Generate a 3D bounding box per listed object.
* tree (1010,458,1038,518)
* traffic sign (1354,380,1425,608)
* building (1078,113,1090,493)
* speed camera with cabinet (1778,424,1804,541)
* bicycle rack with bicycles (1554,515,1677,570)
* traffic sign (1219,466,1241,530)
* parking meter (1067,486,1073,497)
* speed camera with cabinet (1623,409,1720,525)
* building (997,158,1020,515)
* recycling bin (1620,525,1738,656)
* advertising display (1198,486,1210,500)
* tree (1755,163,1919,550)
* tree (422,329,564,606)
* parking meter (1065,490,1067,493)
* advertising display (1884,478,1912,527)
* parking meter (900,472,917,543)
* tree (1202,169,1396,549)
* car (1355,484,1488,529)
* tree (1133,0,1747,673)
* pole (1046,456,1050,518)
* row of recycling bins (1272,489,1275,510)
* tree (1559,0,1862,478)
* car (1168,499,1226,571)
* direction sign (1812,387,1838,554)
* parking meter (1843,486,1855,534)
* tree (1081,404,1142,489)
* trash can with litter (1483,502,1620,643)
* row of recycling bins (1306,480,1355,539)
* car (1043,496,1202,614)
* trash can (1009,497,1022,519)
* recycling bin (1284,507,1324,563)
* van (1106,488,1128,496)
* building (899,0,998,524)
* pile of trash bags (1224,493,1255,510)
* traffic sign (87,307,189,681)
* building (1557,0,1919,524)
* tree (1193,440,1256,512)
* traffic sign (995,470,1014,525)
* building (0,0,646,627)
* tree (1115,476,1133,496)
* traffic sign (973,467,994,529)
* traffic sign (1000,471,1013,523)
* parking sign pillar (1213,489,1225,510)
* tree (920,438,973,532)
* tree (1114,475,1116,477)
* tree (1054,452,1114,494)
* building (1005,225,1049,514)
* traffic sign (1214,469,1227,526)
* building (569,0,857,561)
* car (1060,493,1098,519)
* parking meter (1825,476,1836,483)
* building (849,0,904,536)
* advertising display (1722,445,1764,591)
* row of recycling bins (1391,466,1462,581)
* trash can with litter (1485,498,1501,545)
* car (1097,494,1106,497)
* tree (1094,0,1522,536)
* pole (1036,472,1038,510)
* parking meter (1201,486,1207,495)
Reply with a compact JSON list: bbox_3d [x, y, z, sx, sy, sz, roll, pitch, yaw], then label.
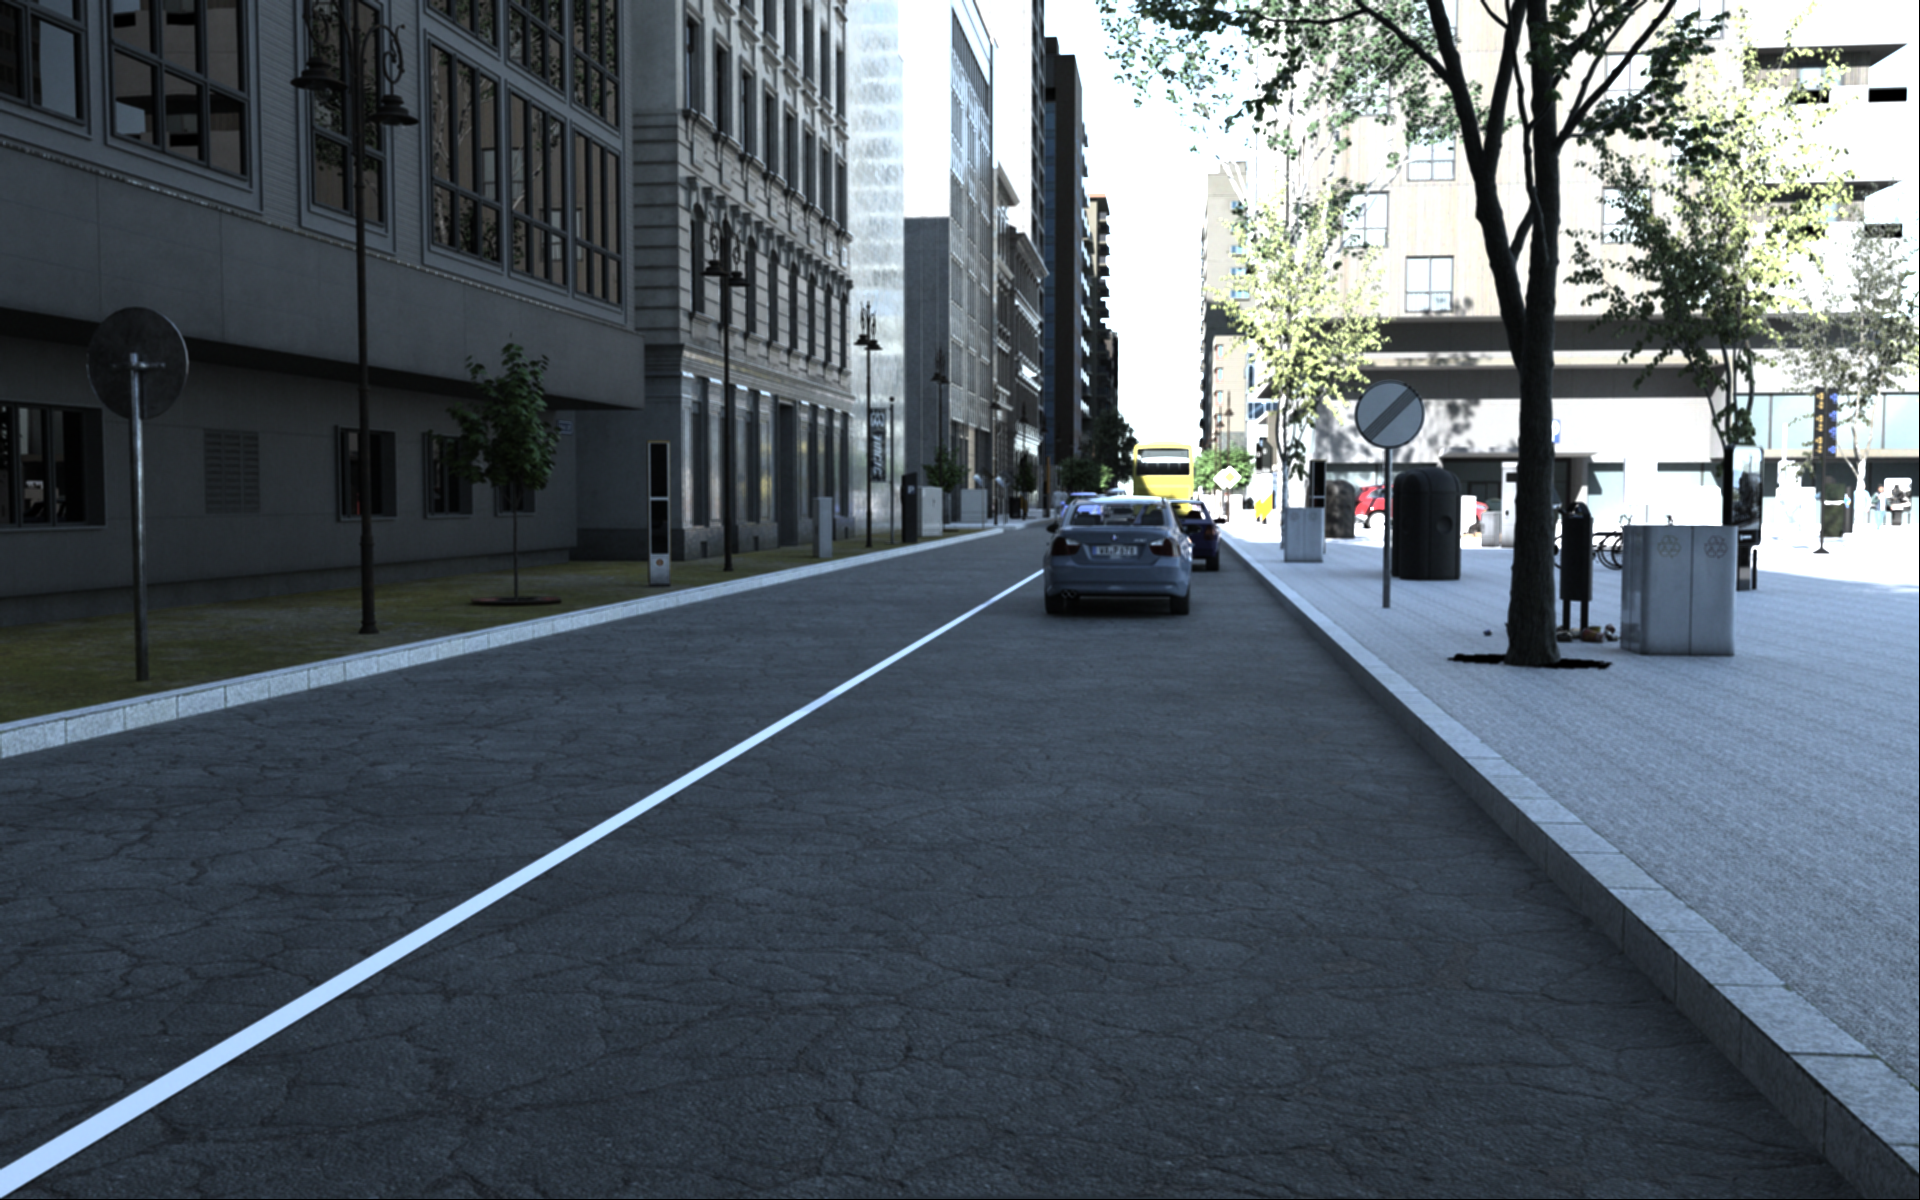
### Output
[{"bbox_3d":[3.567,-5.949,91.869,1.663,3.219,1.824,0,3,0],"label":"tree"},{"bbox_3d":[4.814,-1.185,19.473,0.768,2.556,0.104,1,4,10],"label":"traffic sign"},{"bbox_3d":[3.195,-35.355,197.661,23.786,49.044,30.456,0,4,7],"label":"building"},{"bbox_3d":[23.048,-3.285,48.042,0.660,3.252,2.038,2,4,25],"label":"speed camera with cabinet"},{"bbox_3d":[11.722,-0.984,29.477,2.925,0.926,2.852,2,4,28],"label":"bicycle rack with bicycles"},{"bbox_3d":[9.677,-3.579,62.162,0.795,2.450,0.064,0,4,7],"label":"traffic sign"},{"bbox_3d":[7.572,-6.930,119.021,0.399,1.863,0.255,1,4,12],"label":"parking meter"},{"bbox_3d":[16.560,-2.813,40.333,2.038,3.252,0.660,1,4,14],"label":"speed camera with cabinet"},{"bbox_3d":[-2.798,-16.758,102.879,11.050,23.489,19.941,0,4,7],"label":"building"},{"bbox_3d":[5.822,-0.092,14.054,0.722,1.027,0.722,0,4,7],"label":"recycling bin"},{"bbox_3d":[18.961,-7.917,134.656,0.974,1.923,0.123,-1,4,-15],"label":"advertising display"},{"bbox_3d":[20.476,-5.448,39.432,4.360,8.622,3.978,0,3,0],"label":"tree"},{"bbox_3d":[-5.163,-1.575,20.347,1.663,3.219,1.824,0,3,0],"label":"tree"},{"bbox_3d":[7.597,-6.933,121.762,0.372,1.533,0.369,0,3,0],"label":"parking meter"},{"bbox_3d":[37.045,-3.868,68.458,0.974,1.923,0.123,2,4,24],"label":"advertising display"},{"bbox_3d":[-1.345,-2.443,45.651,0.399,1.863,0.255,-1,4,-22],"label":"parking meter"},{"bbox_3d":[7.798,-5.491,40.137,4.737,8.622,4.395,0,3,0],"label":"tree"},{"bbox_3d":[17.103,-3.433,64.805,5.304,1.827,2.281,0,4,7],"label":"car"},{"bbox_3d":[4.134,-5.318,12.707,9.928,11.665,9.643,0,3,0],"label":"tree"},{"bbox_3d":[4.760,-6.104,93.645,0.158,3.312,0.155,0,3,0],"label":"pole"},{"bbox_3d":[25.477,-8.292,142.682,1.069,1.692,3.534,1,4,12],"label":"row of recycling bins"},{"bbox_3d":[11.210,-4.597,25.524,4.737,8.622,4.395,0,3,0],"label":"tree"},{"bbox_3d":[4.202,-1.296,33.762,1.945,1.354,3.894,1,4,9],"label":"car"},{"bbox_3d":[18.403,-2.746,36.892,0.876,3.537,0.379,-3,4,-35],"label":"direction sign"},{"bbox_3d":[28.838,-2.927,56.272,0.372,1.533,0.369,0,3,0],"label":"parking meter"},{"bbox_3d":[19.554,-18.629,221.586,9.611,12.733,9.660,0,3,0],"label":"tree"},{"bbox_3d":[5.593,-0.288,15.765,1.678,1.210,2.233,0,4,2],"label":"trash can with litter"},{"bbox_3d":[10.921,-2.705,51.344,1.069,1.692,3.534,0,4,1],"label":"row of recycling bins"},{"bbox_3d":[2.058,-0.611,21.987,2.014,1.417,4.499,0,4,8],"label":"car"},{"bbox_3d":[2.870,-4.809,90.281,0.748,1.137,0.748,0,3,0],"label":"trash can"},{"bbox_3d":[6.524,-1.241,32.839,0.722,1.027,0.722,1,4,11],"label":"recycling bin"},{"bbox_3d":[11.281,-7.212,124.922,2.013,2.044,4.112,0,4,8],"label":"van"},{"bbox_3d":[-5.194,-16.212,83.083,12.078,24.808,19.932,0,4,7],"label":"building"},{"bbox_3d":[22.586,-8.039,141.191,1.912,1.369,3.447,-2,4,-26],"label":"pile of trash bags"},{"bbox_3d":[-5.617,-0.717,11.823,0.768,2.556,0.104,1,4,11],"label":"traffic sign"},{"bbox_3d":[28.947,-30.219,83.320,27.495,52.752,28.713,0,4,7],"label":"building"},{"bbox_3d":[16.292,-7.773,110.800,4.285,4.588,4.351,0,3,0],"label":"tree"},{"bbox_3d":[1.828,-4.131,71.191,0.795,2.450,0.064,0,4,7],"label":"traffic sign"},{"bbox_3d":[-14.037,-13.876,20.388,14.314,27.812,24.014,0,4,7],"label":"building"},{"bbox_3d":[24.978,-19.105,262.723,4.360,8.622,3.978,0,3,0],"label":"tree"},{"bbox_3d":[0.852,-3.647,63.266,0.795,2.450,0.064,0,4,7],"label":"traffic sign"},{"bbox_3d":[2.038,-4.512,75.901,0.606,2.300,0.079,1,4,9],"label":"traffic sign"},{"bbox_3d":[20.455,-9.172,138.429,1.447,3.967,1.447,0,4,7],"label":"parking sign pillar"},{"bbox_3d":[-0.639,-3.973,59.555,1.663,3.219,1.824,0,3,0],"label":"tree"},{"bbox_3d":[11.619,-10.650,157.842,4.285,4.588,4.351,0,3,0],"label":"tree"},{"bbox_3d":[8.896,-9.153,133.369,4.285,4.588,4.351,0,3,0],"label":"tree"},{"bbox_3d":[-0.235,-17.560,123.254,11.583,22.565,21.152,0,4,7],"label":"building"},{"bbox_3d":[10.653,-4.064,70.087,0.795,2.450,0.064,0,4,7],"label":"traffic sign"},{"bbox_3d":[-8.811,-11.784,41.814,9.793,20.994,18.267,0,4,7],"label":"building"},{"bbox_3d":[5.300,-3.973,74.546,1.945,1.707,3.694,0,4,8],"label":"car"},{"bbox_3d":[28.540,-3.130,56.883,0.399,1.863,0.255,-3,5,-41],"label":"parking meter"},{"bbox_3d":[-10.963,-12.373,57.044,16.860,20.320,10.420,0,4,7],"label":"building"},{"bbox_3d":[10.378,-1.086,22.971,0.974,1.923,0.123,-3,5,-43],"label":"advertising display"},{"bbox_3d":[7.308,-1.236,27.322,1.069,1.692,3.534,1,4,13],"label":"row of recycling bins"},{"bbox_3d":[13.802,-2.004,44.151,0.624,1.170,1.055,0,4,-4],"label":"trash can with litter"},{"bbox_3d":[8.427,-5.847,107.606,2.014,1.417,4.499,0,4,7],"label":"car"},{"bbox_3d":[11.232,-11.982,51.788,12.611,20.169,13.585,0,3,0],"label":"tree"},{"bbox_3d":[6.336,-9.142,143.318,0.158,3.312,0.155,0,3,0],"label":"pole"},{"bbox_3d":[17.335,-7.168,122.913,0.255,1.863,0.399,-2,4,-35],"label":"parking meter"}]
